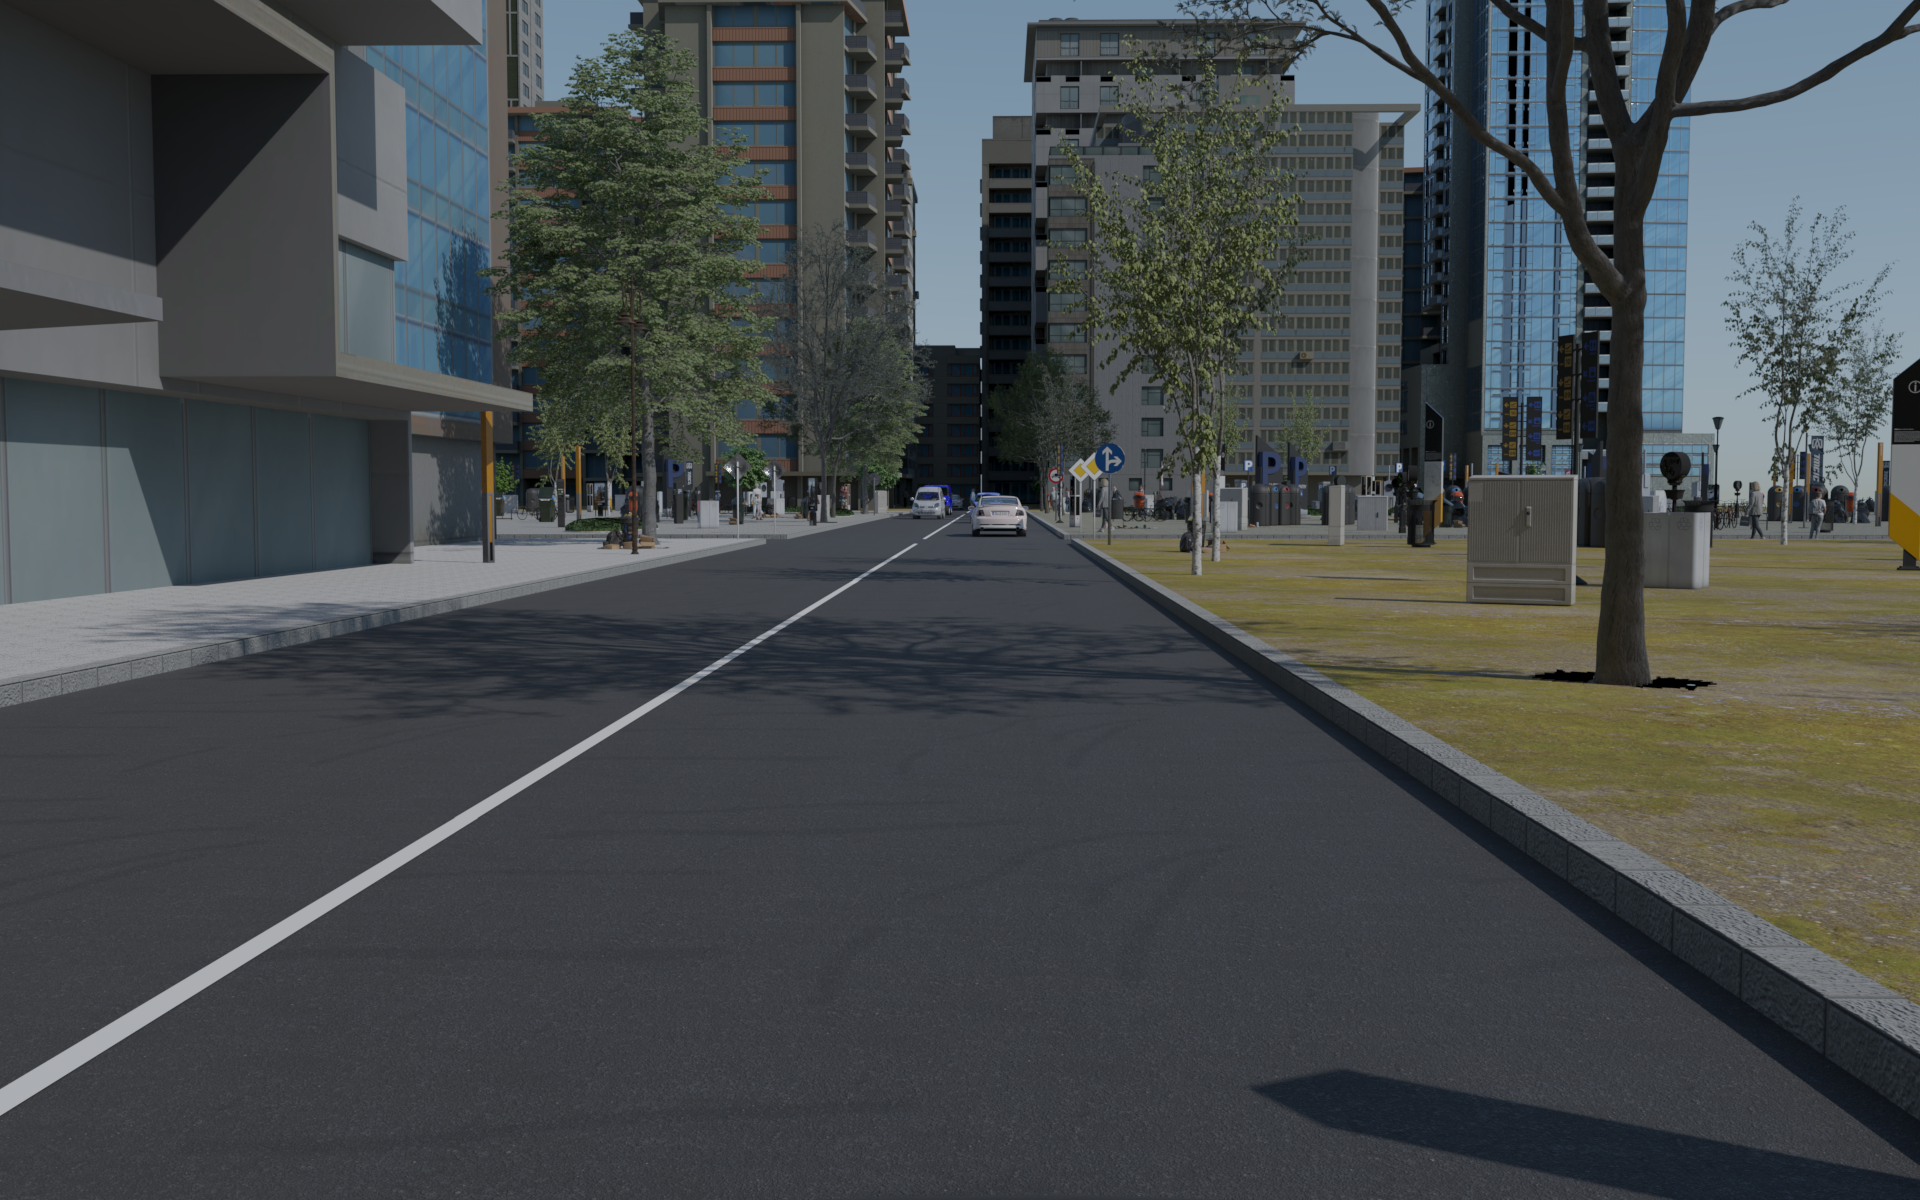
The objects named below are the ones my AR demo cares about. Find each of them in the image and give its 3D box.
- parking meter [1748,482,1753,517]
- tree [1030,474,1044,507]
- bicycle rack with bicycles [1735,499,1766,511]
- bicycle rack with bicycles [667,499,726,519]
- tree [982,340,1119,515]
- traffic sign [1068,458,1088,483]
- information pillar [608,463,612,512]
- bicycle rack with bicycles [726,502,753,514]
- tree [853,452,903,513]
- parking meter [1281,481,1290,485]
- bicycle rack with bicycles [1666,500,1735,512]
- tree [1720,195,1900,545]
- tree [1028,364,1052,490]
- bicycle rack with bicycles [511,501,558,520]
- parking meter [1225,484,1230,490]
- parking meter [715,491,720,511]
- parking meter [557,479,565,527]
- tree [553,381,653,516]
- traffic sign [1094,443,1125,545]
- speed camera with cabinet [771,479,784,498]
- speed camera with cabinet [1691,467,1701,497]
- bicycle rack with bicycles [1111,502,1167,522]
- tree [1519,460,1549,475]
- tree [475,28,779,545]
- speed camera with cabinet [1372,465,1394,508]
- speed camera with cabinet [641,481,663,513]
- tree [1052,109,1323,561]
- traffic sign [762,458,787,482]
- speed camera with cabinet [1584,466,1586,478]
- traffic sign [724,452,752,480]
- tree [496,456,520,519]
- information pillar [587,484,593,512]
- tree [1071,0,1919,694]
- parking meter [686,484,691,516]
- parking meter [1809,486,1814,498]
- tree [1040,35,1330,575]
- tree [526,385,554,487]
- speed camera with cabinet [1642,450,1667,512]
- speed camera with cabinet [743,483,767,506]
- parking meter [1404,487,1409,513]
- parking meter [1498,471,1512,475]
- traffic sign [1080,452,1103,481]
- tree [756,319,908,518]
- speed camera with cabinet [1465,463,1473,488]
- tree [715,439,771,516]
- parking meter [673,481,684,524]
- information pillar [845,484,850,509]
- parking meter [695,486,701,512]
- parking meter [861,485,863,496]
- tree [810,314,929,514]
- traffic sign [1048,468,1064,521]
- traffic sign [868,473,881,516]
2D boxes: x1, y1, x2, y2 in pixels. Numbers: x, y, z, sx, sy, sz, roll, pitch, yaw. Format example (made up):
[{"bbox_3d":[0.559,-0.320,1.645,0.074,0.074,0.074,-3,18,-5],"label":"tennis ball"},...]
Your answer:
[{"bbox_3d":[38.826,-4.835,84.756,0.255,1.863,0.399,-1,4,-17],"label":"parking meter"},{"bbox_3d":[7.553,-10.479,165.930,1.663,3.219,1.824,0,3,0],"label":"tree"},{"bbox_3d":[57.760,-7.020,128.160,2.852,0.926,2.925,0,4,-7],"label":"bicycle rack with bicycles"},{"bbox_3d":[-14.371,-4.743,90.927,2.852,0.926,2.925,1,4,19],"label":"bicycle rack with bicycles"},{"bbox_3d":[5.986,-10.391,104.303,8.767,10.594,7.601,-3,4,-36],"label":"tree"},{"bbox_3d":[3.933,-3.304,56.210,0.795,2.593,0.064,0,4,1],"label":"traffic sign"},{"bbox_3d":[-24.594,-7.969,121.653,0.183,3.616,0.504,1,4,9],"label":"information pillar"},{"bbox_3d":[-14.319,-5.917,110.129,2.925,0.926,2.852,3,4,38],"label":"bicycle rack with bicycles"},{"bbox_3d":[-5.684,-8.320,119.743,4.285,4.588,4.351,0,3,0],"label":"tree"},{"bbox_3d":[14.101,-4.246,75.138,0.255,1.863,0.399,-3,4,-38],"label":"parking meter"},{"bbox_3d":[33.967,-4.125,80.825,2.925,0.926,2.852,-3,5,-43],"label":"bicycle rack with bicycles"},{"bbox_3d":[21.148,-5.710,43.728,4.360,8.622,3.978,0,3,0],"label":"tree"},{"bbox_3d":[5.483,-8.739,93.242,4.360,8.622,3.978,0,3,0],"label":"tree"},{"bbox_3d":[-20.673,-4.416,85.577,2.852,0.926,2.925,2,4,31],"label":"bicycle rack with bicycles"},{"bbox_3d":[15.031,-5.613,97.475,0.255,1.863,0.399,1,4,17],"label":"parking meter"},{"bbox_3d":[-17.343,-7.068,123.980,0.372,1.533,0.369,0,3,0],"label":"parking meter"},{"bbox_3d":[-15.342,-3.725,66.615,0.255,1.863,0.399,0,4,-8],"label":"parking meter"},{"bbox_3d":[-20.788,-9.357,103.356,4.737,8.622,4.395,0,3,0],"label":"tree"},{"bbox_3d":[3.761,-2.656,43.534,0.768,2.556,0.104,0,4,6],"label":"traffic sign"},{"bbox_3d":[-11.312,-6.916,107.416,0.660,3.252,2.038,0,4,3],"label":"speed camera with cabinet"},{"bbox_3d":[54.400,-8.088,126.569,2.038,3.252,0.660,-2,4,-26],"label":"speed camera with cabinet"},{"bbox_3d":[8.464,-4.149,81.218,2.925,0.926,2.852,3,4,38],"label":"bicycle rack with bicycles"},{"bbox_3d":[29.625,-5.827,89.873,1.663,3.219,1.824,0,3,0],"label":"tree"},{"bbox_3d":[-8.205,-7.644,43.112,7.486,12.596,7.792,0,3,0],"label":"tree"},{"bbox_3d":[28.812,-7.637,119.206,2.038,3.252,0.660,1,4,12],"label":"speed camera with cabinet"},{"bbox_3d":[-20.453,-7.500,116.968,2.038,3.252,0.660,-1,4,-21],"label":"speed camera with cabinet"},{"bbox_3d":[4.675,-5.051,32.947,4.360,8.622,3.978,0,3,0],"label":"tree"},{"bbox_3d":[-6.058,-3.319,56.448,0.795,2.593,0.064,0,4,1],"label":"traffic sign"},{"bbox_3d":[44.395,-7.842,122.549,0.660,3.252,2.038,1,4,19],"label":"speed camera with cabinet"},{"bbox_3d":[-6.232,-2.830,48.464,0.795,2.593,0.064,0,4,1],"label":"traffic sign"},{"bbox_3d":[-23.313,-5.752,88.647,1.663,3.219,1.824,0,3,0],"label":"tree"},{"bbox_3d":[-26.318,-7.258,123.153,0.304,2.012,0.304,2,4,23],"label":"information pillar"},{"bbox_3d":[4.372,-6.170,11.254,12.009,13.543,11.850,0,3,0],"label":"tree"},{"bbox_3d":[-15.740,-5.770,100.056,0.399,1.863,0.255,-1,4,-23],"label":"parking meter"},{"bbox_3d":[47.121,-5.507,95.744,0.399,1.863,0.255,-1,4,-16],"label":"parking meter"},{"bbox_3d":[3.522,-4.695,27.124,4.737,8.622,4.395,0,3,0],"label":"tree"},{"bbox_3d":[-26.057,-9.865,111.658,4.737,8.622,4.395,0,3,0],"label":"tree"},{"bbox_3d":[30.819,-5.085,77.476,2.038,3.252,0.660,-3,4,-37],"label":"speed camera with cabinet"},{"bbox_3d":[-15.308,-8.259,129.371,0.660,3.252,2.038,2,4,35],"label":"speed camera with cabinet"},{"bbox_3d":[24.456,-5.438,94.630,0.399,1.863,0.255,-1,4,-15],"label":"parking meter"},{"bbox_3d":[14.011,-2.367,44.411,0.399,1.863,0.255,3,4,36],"label":"parking meter"},{"bbox_3d":[3.759,-2.816,48.227,0.795,2.593,0.064,0,4,1],"label":"traffic sign"},{"bbox_3d":[-6.913,-9.718,93.306,8.767,10.594,7.601,0,4,-1],"label":"tree"},{"bbox_3d":[33.724,-7.187,111.846,2.038,3.252,0.660,1,4,10],"label":"speed camera with cabinet"},{"bbox_3d":[-12.707,-7.230,101.923,4.285,4.588,4.351,0,3,0],"label":"tree"},{"bbox_3d":[-12.162,-4.222,74.745,0.399,1.863,0.255,-3,5,-39],"label":"parking meter"},{"bbox_3d":[-8.329,-7.556,128.033,0.304,2.012,0.304,2,4,26],"label":"information pillar"},{"bbox_3d":[-18.466,-7.113,122.002,0.399,1.863,0.255,-3,5,-43],"label":"parking meter"},{"bbox_3d":[-6.568,-6.847,117.664,0.255,1.863,0.399,0,4,8],"label":"parking meter"},{"bbox_3d":[-5.590,-11.719,109.725,7.486,12.596,7.792,0,3,0],"label":"tree"},{"bbox_3d":[4.623,-5.090,83.329,0.768,2.556,0.104,0,4,8],"label":"traffic sign"},{"bbox_3d":[-5.122,-6.321,103.457,0.768,2.556,0.104,0,4,5],"label":"traffic sign"}]
